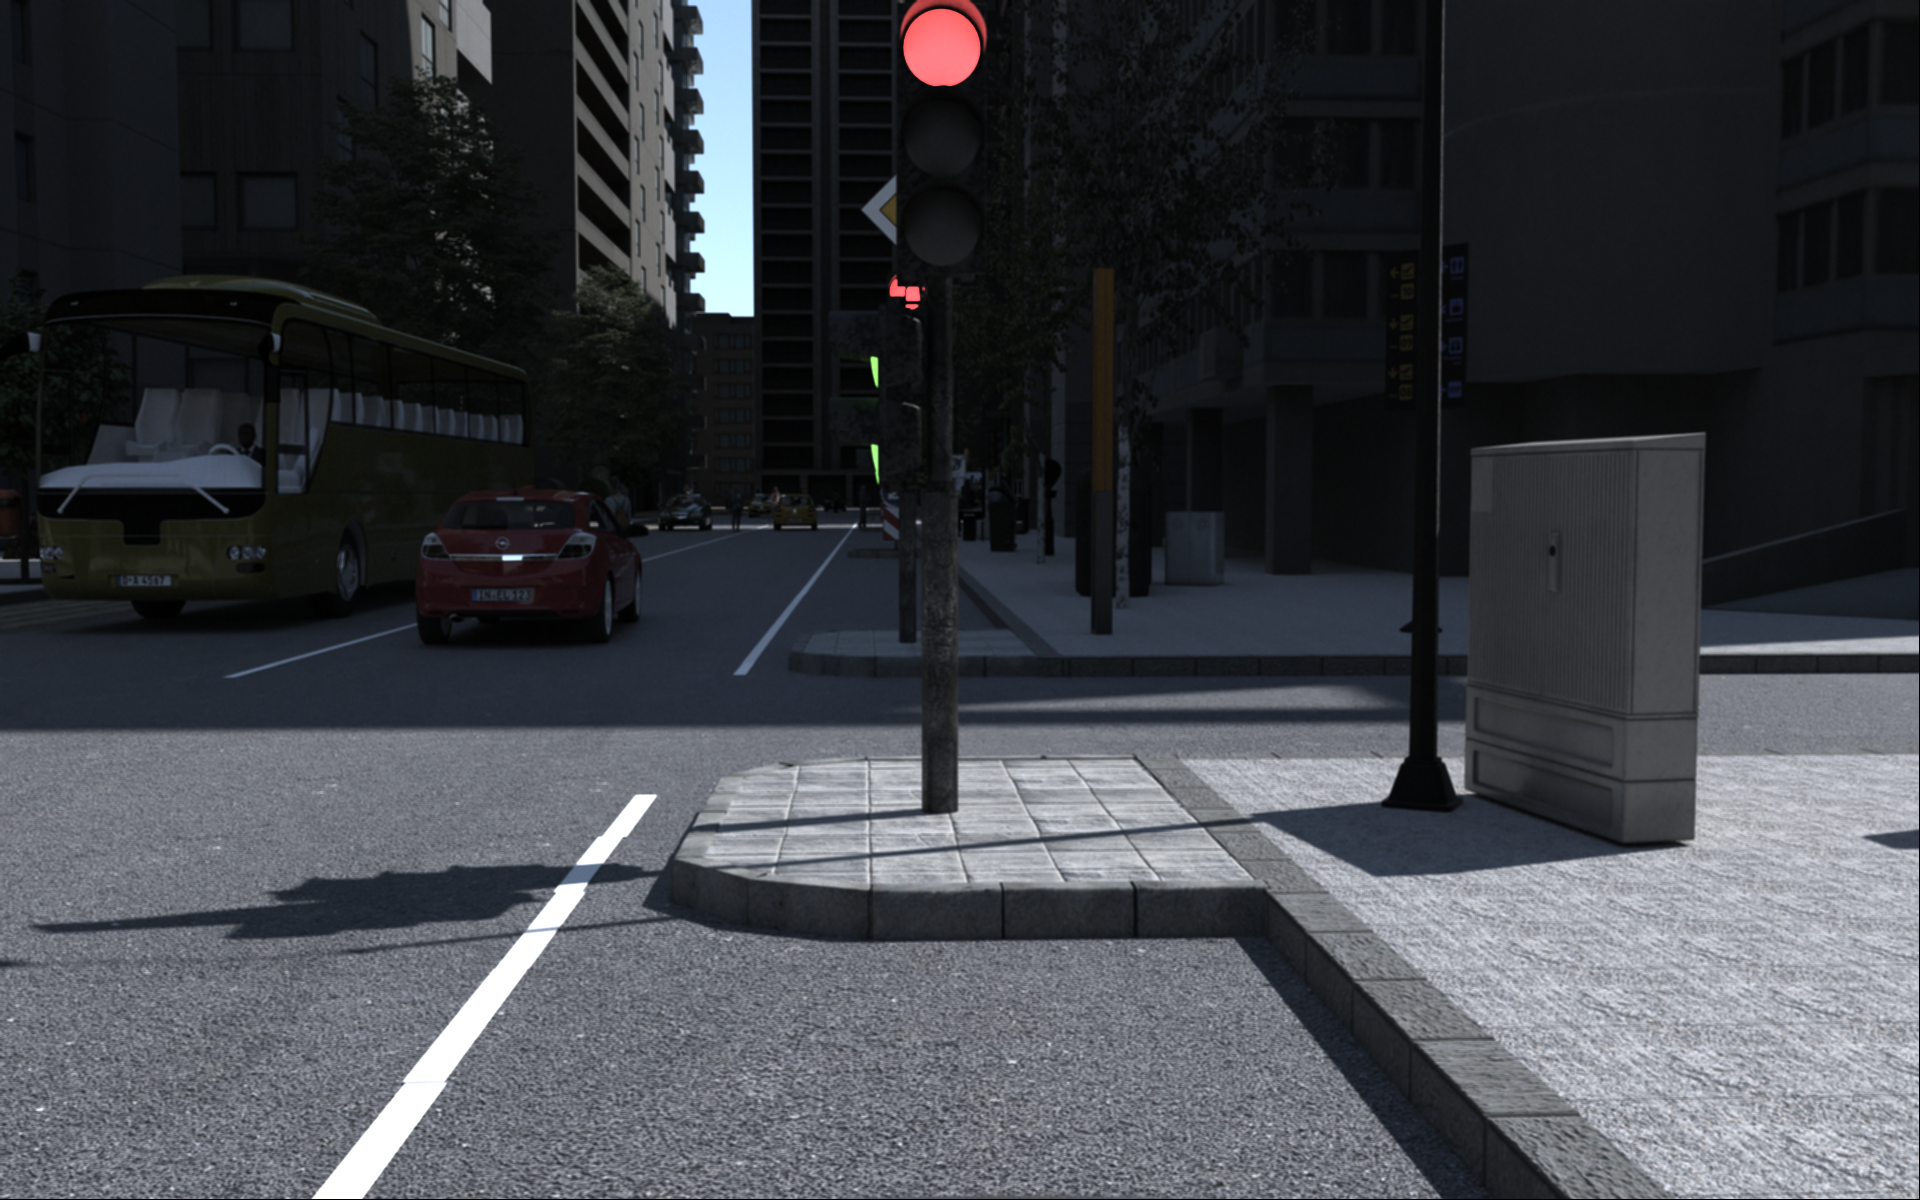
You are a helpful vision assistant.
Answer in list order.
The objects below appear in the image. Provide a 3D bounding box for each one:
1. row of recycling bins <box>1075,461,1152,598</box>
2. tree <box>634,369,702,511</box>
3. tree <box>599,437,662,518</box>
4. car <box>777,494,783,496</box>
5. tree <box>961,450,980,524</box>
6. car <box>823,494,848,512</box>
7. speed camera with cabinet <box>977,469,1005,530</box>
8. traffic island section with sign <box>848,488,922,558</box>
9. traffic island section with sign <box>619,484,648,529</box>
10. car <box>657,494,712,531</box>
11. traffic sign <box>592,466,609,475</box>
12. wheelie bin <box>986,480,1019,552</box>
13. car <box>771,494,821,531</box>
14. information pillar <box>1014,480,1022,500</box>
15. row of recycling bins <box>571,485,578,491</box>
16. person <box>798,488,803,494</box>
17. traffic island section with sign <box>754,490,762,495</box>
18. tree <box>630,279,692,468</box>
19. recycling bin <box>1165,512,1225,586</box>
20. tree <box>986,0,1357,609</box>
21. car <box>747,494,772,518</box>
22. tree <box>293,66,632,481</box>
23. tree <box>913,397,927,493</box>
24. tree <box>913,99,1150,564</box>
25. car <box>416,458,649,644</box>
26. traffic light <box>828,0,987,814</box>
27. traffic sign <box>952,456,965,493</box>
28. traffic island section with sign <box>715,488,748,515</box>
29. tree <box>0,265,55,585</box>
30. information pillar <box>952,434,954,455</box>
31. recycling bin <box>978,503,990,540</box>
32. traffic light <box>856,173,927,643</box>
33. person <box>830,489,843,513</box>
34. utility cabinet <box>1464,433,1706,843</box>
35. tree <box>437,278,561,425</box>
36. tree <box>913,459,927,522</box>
[{"bbox_3d":[2.062,-0.980,23.130,1.069,1.692,3.534,0,4,7],"label":"row of recycling bins"},{"bbox_3d":[-17.129,-9.150,99.960,4.737,8.622,4.395,0,3,0],"label":"tree"},{"bbox_3d":[-17.779,-6.711,93.436,4.285,4.588,4.351,0,3,0],"label":"tree"},{"bbox_3d":[-12.424,-6.659,119.105,2.015,1.641,3.980,0,4,-3],"label":"car"},{"bbox_3d":[0.474,-4.921,75.054,1.663,3.219,1.824,0,3,0],"label":"tree"},{"bbox_3d":[-10.262,-8.119,142.524,2.009,1.686,4.222,0,4,-2],"label":"car"},{"bbox_3d":[1.071,-4.166,62.447,0.660,3.252,2.038,1,4,18],"label":"speed camera with cabinet"},{"bbox_3d":[-1.566,-1.892,39.566,1.989,1.847,2.006,0,4,-3],"label":"traffic island section with sign"},{"bbox_3d":[-13.059,-3.542,66.540,1.989,1.847,2.006,0,4,-3],"label":"traffic island section with sign"},{"bbox_3d":[-10.902,-3.494,68.922,2.131,1.459,4.920,0,4,-3],"label":"car"},{"bbox_3d":[-16.209,-4.766,78.022,0.768,2.556,0.104,0,4,7],"label":"traffic sign"},{"bbox_3d":[0.947,-1.889,38.788,0.693,1.594,0.980,0,4,8],"label":"wheelie bin"},{"bbox_3d":[-6.583,-3.625,69.488,2.015,1.641,3.980,0,4,-4],"label":"car"},{"bbox_3d":[2.957,-5.149,88.678,0.304,2.012,0.304,-3,5,-41],"label":"information pillar"},{"bbox_3d":[-17.358,-4.514,80.918,3.534,1.692,1.069,-1,4,-23],"label":"row of recycling bins"},{"bbox_3d":[-10.297,-6.301,111.527,1.348,1.822,0.705,2,4,24],"label":"person"},{"bbox_3d":[-16.620,-8.225,143.100,1.989,1.847,2.006,0,4,-3],"label":"traffic island section with sign"},{"bbox_3d":[-17.003,-10.234,85.450,7.486,12.596,7.792,0,3,0],"label":"tree"},{"bbox_3d":[3.323,-0.731,24.504,0.722,1.027,0.722,1,4,19],"label":"recycling bin"},{"bbox_3d":[2.054,-4.207,19.153,4.360,8.622,3.978,0,3,0],"label":"tree"},{"bbox_3d":[-12.106,-5.916,106.948,2.015,1.641,3.980,0,4,-2],"label":"car"},{"bbox_3d":[-14.037,-7.855,46.564,7.486,12.596,7.792,0,3,0],"label":"tree"},{"bbox_3d":[-2.389,-9.376,103.667,4.360,8.622,3.978,0,3,0],"label":"tree"},{"bbox_3d":[1.259,-4.978,31.750,4.737,8.622,4.395,0,3,0],"label":"tree"},{"bbox_3d":[-4.384,-0.552,18.067,2.155,1.783,4.494,0,4,-5],"label":"car"},{"bbox_3d":[-0.100,-1.100,6.901,0.839,4.253,0.868,0,4,-3],"label":"traffic light"},{"bbox_3d":[-0.144,-2.634,45.202,0.606,2.300,0.079,0,4,3],"label":"traffic sign"},{"bbox_3d":[-15.373,-6.578,116.174,1.989,1.847,2.006,0,4,-3],"label":"traffic island section with sign"},{"bbox_3d":[-13.562,-2.522,24.952,4.285,4.588,4.351,0,3,0],"label":"tree"},{"bbox_3d":[-0.258,-4.615,66.812,0.183,3.616,0.504,1,4,8],"label":"information pillar"},{"bbox_3d":[0.994,-2.233,49.070,0.722,1.027,0.722,-3,4,-37],"label":"recycling bin"},{"bbox_3d":[-0.472,-1.588,14.878,0.839,4.253,0.868,0,4,-3],"label":"traffic light"},{"bbox_3d":[-9.417,-7.532,131.662,1.348,1.823,0.705,3,5,41],"label":"person"},{"bbox_3d":[2.407,0.114,6.811,0.318,1.500,1.173,-1,4,-12],"label":"utility cabinet"},{"bbox_3d":[-15.296,-6.493,56.519,4.737,8.622,4.395,0,3,0],"label":"tree"},{"bbox_3d":[-1.448,-5.283,80.974,1.663,3.219,1.824,0,3,0],"label":"tree"}]
